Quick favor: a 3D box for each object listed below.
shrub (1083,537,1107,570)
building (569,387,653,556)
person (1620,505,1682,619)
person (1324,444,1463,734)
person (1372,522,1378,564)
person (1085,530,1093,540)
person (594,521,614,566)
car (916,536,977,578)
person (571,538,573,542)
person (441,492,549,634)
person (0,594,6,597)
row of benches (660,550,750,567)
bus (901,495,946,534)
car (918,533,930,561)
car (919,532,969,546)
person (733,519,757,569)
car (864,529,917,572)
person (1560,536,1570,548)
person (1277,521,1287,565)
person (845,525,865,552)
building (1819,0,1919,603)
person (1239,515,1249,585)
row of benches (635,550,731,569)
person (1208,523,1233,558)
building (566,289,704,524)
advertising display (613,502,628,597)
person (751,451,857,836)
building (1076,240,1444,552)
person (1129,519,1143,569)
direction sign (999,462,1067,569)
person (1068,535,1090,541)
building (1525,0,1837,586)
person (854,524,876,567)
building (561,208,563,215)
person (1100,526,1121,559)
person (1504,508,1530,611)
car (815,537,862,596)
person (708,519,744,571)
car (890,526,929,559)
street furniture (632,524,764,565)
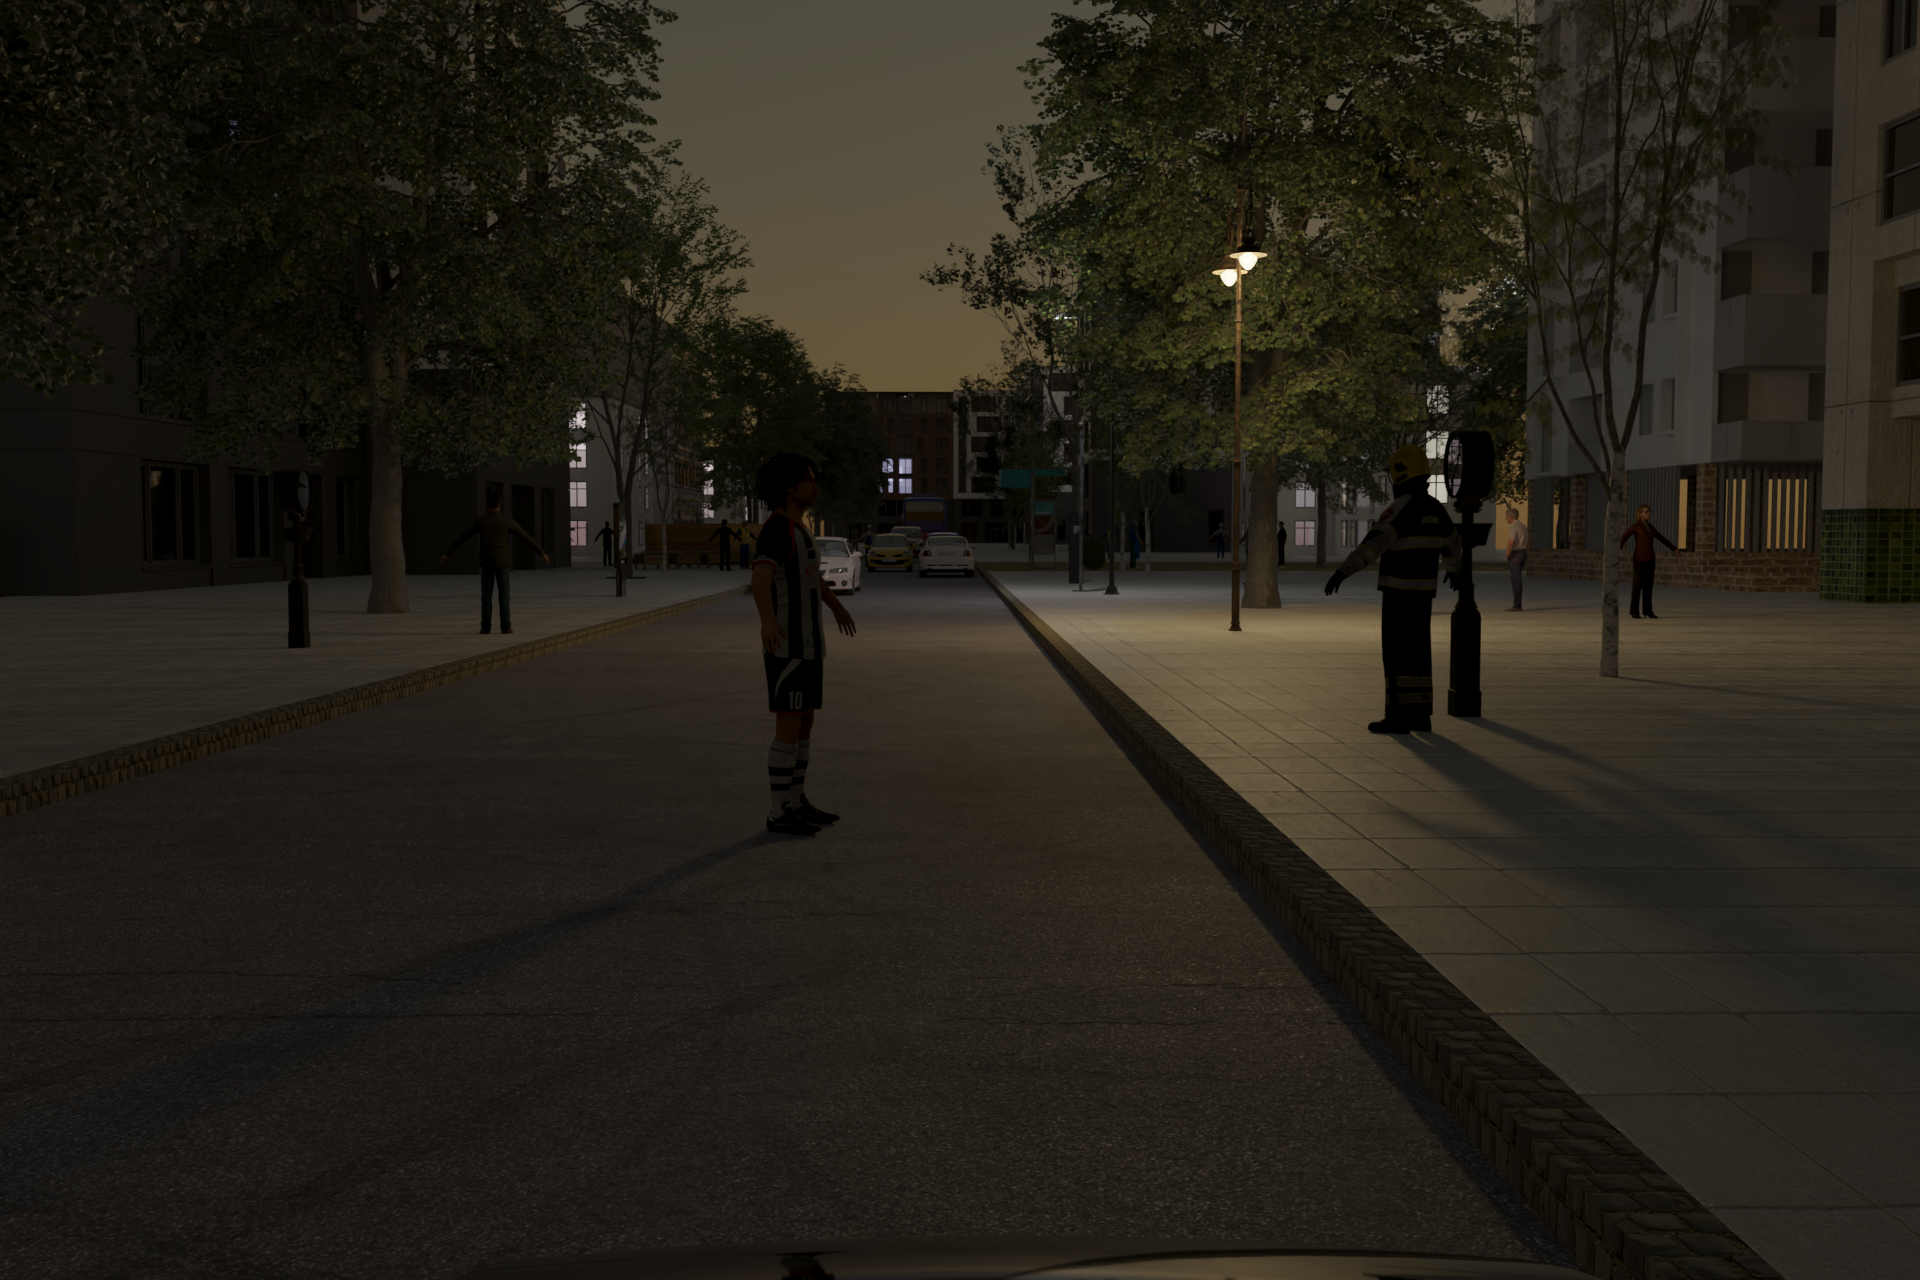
[{"bbox_3d":[4.783,-3.111,61.982,1.383,1.207,1.383,0,3,0],"label":"shrub"},{"bbox_3d":[-24.385,-10.428,112.639,9.099,9.664,28.070,0,4,-1],"label":"building"},{"bbox_3d":[10.407,-1.188,26.234,1.215,1.729,0.721,-1,4,-20],"label":"person"},{"bbox_3d":[2.880,-0.334,11.223,1.351,1.858,0.704,-3,4,-39],"label":"person"},{"bbox_3d":[17.811,-4.169,74.348,0.705,1.806,1.347,1,4,16],"label":"person"},{"bbox_3d":[6.584,-5.334,93.353,1.346,1.812,0.704,-1,4,-14],"label":"person"},{"bbox_3d":[-14.125,-3.869,69.482,1.346,1.802,0.704,1,4,21],"label":"person"},{"bbox_3d":[-0.461,-2.823,58.516,2.083,1.381,4.827,0,4,-1],"label":"car"},{"bbox_3d":[-19.419,-4.804,84.681,0.705,1.813,1.348,2,4,26],"label":"person"},{"bbox_3d":[-5.979,-0.991,22.270,1.348,1.821,0.705,-1,4,-12],"label":"person"},{"bbox_3d":[-19.624,-1.736,34.879,0.568,1.767,0.683,2,4,28],"label":"person"},{"bbox_3d":[-9.986,-3.225,68.200,4.104,0.672,1.422,-3,5,-41],"label":"row of benches"},{"bbox_3d":[-2.231,-7.094,107.539,2.896,3.916,12.251,0,4,-1],"label":"bus"},{"bbox_3d":[-1.396,-5.219,94.367,2.155,1.783,4.494,0,4,0],"label":"car"},{"bbox_3d":[-0.617,-3.463,66.214,1.945,1.707,3.694,0,4,-1],"label":"car"},{"bbox_3d":[-7.855,-3.509,63.334,0.705,1.833,1.349,3,4,38],"label":"person"},{"bbox_3d":[-2.674,-3.454,66.696,2.015,1.641,3.980,0,4,-1],"label":"car"},{"bbox_3d":[20.968,-3.072,59.503,0.697,1.427,0.421,1,4,11],"label":"person"},{"bbox_3d":[13.369,-4.054,72.214,0.705,1.837,1.347,-1,4,-12],"label":"person"},{"bbox_3d":[-5.920,-5.582,97.529,1.348,1.796,0.705,-2,4,-25],"label":"person"},{"bbox_3d":[25.101,-9.231,17.377,16.747,18.905,31.486,0,4,0],"label":"building"},{"bbox_3d":[7.345,-2.297,43.732,0.705,1.807,1.348,-1,4,-18],"label":"person"},{"bbox_3d":[-10.202,-2.990,64.348,1.422,0.672,4.104,3,5,44],"label":"row of benches"},{"bbox_3d":[13.748,-5.226,91.300,1.347,1.847,0.705,1,4,10],"label":"person"},{"bbox_3d":[-30.805,-18.737,137.274,19.493,23.208,18.063,0,4,-1],"label":"building"},{"bbox_3d":[-6.965,-1.854,35.535,0.123,1.923,0.974,0,4,-1],"label":"advertising display"},{"bbox_3d":[-0.781,0.013,8.388,0.704,1.843,1.345,1,4,11],"label":"person"},{"bbox_3d":[22.935,-17.906,136.739,27.936,21.610,32.646,0,4,-1],"label":"building"},{"bbox_3d":[6.401,-3.506,63.454,0.704,1.817,1.347,-1,4,-13],"label":"person"},{"bbox_3d":[2.710,-4.563,63.371,2.525,3.948,1.411,0,4,-2],"label":"direction sign"},{"bbox_3d":[6.540,-5.493,95.596,1.354,1.856,0.705,2,4,30],"label":"person"},{"bbox_3d":[22.194,-11.861,50.341,16.016,20.090,11.380,0,4,-1],"label":"building"},{"bbox_3d":[-3.932,-4.088,75.154,1.347,1.847,0.705,0,4,5],"label":"person"},{"bbox_3d":[-27.024,-13.944,84.399,16.016,20.090,11.380,0,4,0],"label":"building"},{"bbox_3d":[7.854,-5.094,89.755,1.216,1.772,0.721,1,4,15],"label":"person"},{"bbox_3d":[9.180,-1.331,28.742,0.756,1.711,0.436,-3,5,-41],"label":"person"},{"bbox_3d":[-3.391,-1.807,41.900,2.083,1.381,4.827,0,4,0],"label":"car"},{"bbox_3d":[-8.164,-3.307,60.250,1.347,1.806,0.705,1,4,13],"label":"person"},{"bbox_3d":[-2.695,-4.790,86.990,2.281,1.827,5.304,0,3,0],"label":"car"},{"bbox_3d":[-10.336,-4.132,74.411,11.010,1.723,9.812,2,4,35],"label":"street furniture"}]
